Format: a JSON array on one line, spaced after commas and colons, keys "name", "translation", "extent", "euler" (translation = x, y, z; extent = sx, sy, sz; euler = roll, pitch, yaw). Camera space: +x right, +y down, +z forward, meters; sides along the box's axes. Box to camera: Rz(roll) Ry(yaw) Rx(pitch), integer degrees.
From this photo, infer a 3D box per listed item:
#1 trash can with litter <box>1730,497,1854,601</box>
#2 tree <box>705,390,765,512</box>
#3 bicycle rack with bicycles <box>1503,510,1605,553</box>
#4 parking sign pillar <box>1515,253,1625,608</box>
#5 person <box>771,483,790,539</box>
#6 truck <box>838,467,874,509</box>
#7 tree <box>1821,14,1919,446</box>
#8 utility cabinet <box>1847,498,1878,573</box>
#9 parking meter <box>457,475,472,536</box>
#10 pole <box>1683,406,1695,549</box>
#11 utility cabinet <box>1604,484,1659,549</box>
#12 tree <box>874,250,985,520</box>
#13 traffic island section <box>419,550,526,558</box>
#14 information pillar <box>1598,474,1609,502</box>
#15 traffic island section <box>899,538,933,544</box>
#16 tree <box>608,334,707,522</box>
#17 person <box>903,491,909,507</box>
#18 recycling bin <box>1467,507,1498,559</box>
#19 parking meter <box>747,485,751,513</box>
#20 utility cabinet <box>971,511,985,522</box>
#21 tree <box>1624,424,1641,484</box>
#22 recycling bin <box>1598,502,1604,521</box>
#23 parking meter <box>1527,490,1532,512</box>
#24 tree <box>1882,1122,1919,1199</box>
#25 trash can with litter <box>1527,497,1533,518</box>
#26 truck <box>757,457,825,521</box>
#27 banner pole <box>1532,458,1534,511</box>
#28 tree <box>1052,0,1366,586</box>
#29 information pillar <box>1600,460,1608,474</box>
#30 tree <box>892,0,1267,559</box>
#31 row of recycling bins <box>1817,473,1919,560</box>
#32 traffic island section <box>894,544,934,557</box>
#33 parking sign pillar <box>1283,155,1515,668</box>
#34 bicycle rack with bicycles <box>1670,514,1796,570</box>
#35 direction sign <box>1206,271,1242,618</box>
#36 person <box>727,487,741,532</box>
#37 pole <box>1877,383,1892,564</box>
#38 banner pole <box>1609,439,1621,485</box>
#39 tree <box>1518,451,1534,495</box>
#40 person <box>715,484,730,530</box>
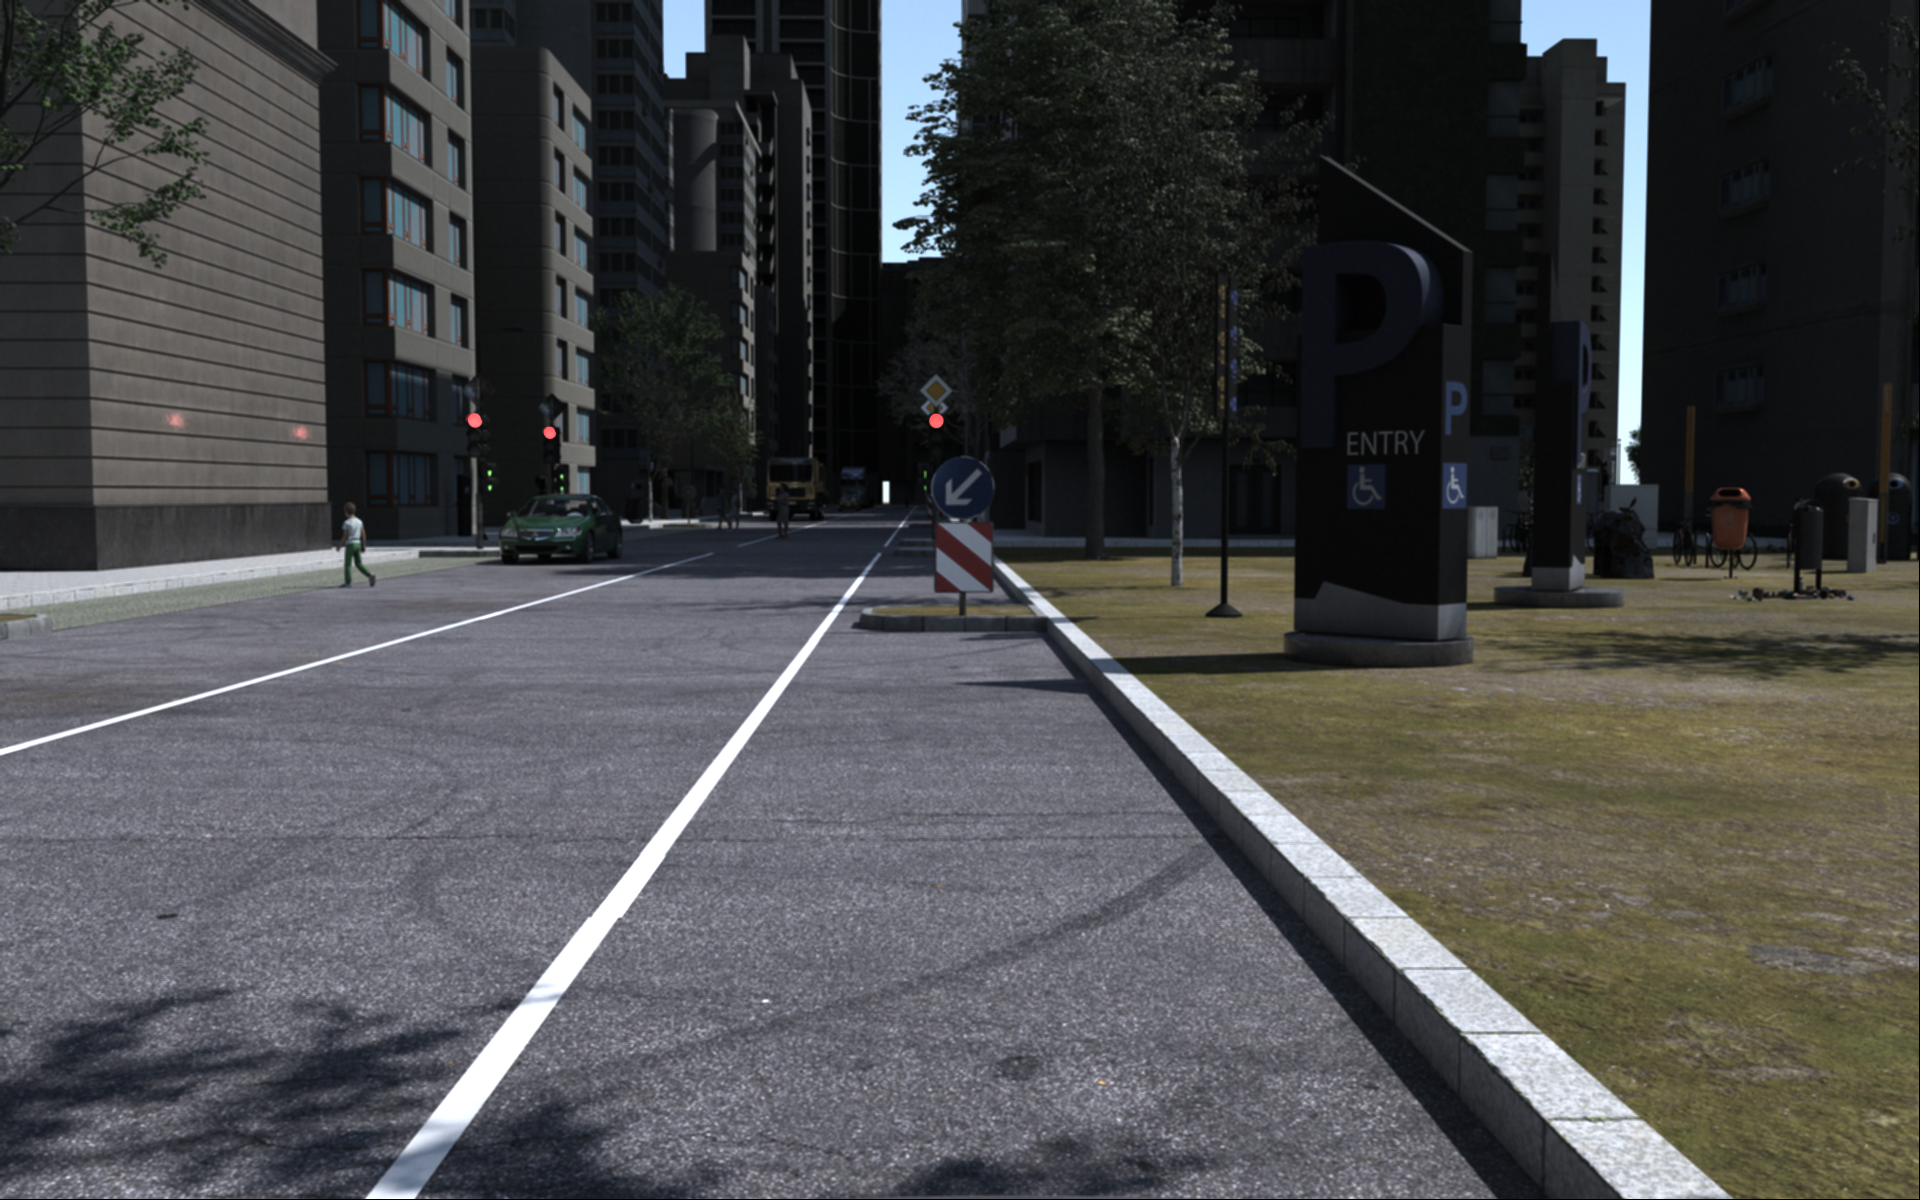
[{"name": "trash can with litter", "translation": [10.233, -0.640, 21.525], "extent": [2.233, 1.210, 1.678], "euler": [-2, 4, -35]}, {"name": "tree", "translation": [-15.368, -10.387, 120.194], "extent": [4.737, 8.622, 4.395], "euler": [0, 3, 0]}, {"name": "bicycle rack with bicycles", "translation": [13.068, -1.522, 38.267], "extent": [2.925, 0.926, 2.852], "euler": [-3, 5, -44]}, {"name": "parking sign pillar", "translation": [6.957, -1.929, 20.015], "extent": [1.447, 3.967, 1.447], "euler": [2, 4, 27]}, {"name": "person", "translation": [-5.788, -2.854, 55.523], "extent": [0.532, 1.782, 0.716], "euler": [-3, 5, -40]}, {"name": "truck", "translation": [-10.467, -11.481, 177.474], "extent": [2.967, 4.110, 18.799], "euler": [0, 3, 0]}, {"name": "tree", "translation": [10.026, -3.964, 15.175], "extent": [4.360, 8.622, 3.978], "euler": [0, 3, 0]}, {"name": "utility cabinet", "translation": [14.881, -1.063, 28.539], "extent": [0.306, 1.237, 1.020], "euler": [3, 4, 36]}, {"name": "parking meter", "translation": [-15.028, -2.863, 52.527], "extent": [0.255, 1.863, 0.399], "euler": [2, 4, 26]}, {"name": "pole", "translation": [16.910, -2.833, 40.158], "extent": [0.158, 3.312, 0.155], "euler": [0, 3, 0]}, {"name": "utility cabinet", "translation": [15.418, -1.906, 39.834], "extent": [1.173, 1.500, 0.318], "euler": [0, 4, -7]}, {"name": "tree", "translation": [0.893, -10.682, 85.017], "extent": [12.009, 13.543, 11.850], "euler": [0, 3, 0]}, {"name": "traffic island section", "translation": [-11.222, -1.111, 40.438], "extent": [2.009, 0.180, 2.903], "euler": [0, 4, -1]}, {"name": "information pillar", "translation": [23.125, -3.539, 62.359], "extent": [0.304, 2.012, 0.304], "euler": [-1, 4, -10]}, {"name": "traffic island section", "translation": [-0.694, -1.612, 48.632], "extent": [2.009, 0.180, 2.903], "euler": [0, 4, -1]}, {"name": "tree", "translation": [-14.079, -7.922, 79.889], "extent": [4.360, 8.622, 3.978], "euler": [0, 3, 0]}, {"name": "person", "translation": [-5.752, -10.753, 185.001], "extent": [0.721, 1.739, 1.217], "euler": [-2, 4, -30]}, {"name": "recycling bin", "translation": [10.236, -1.349, 34.618], "extent": [0.722, 1.027, 0.722], "euler": [-2, 4, -33]}, {"name": "parking meter", "translation": [-14.305, -6.823, 117.272], "extent": [0.255, 1.863, 0.399], "euler": [0, 4, -8]}, {"name": "utility cabinet", "translation": [0.982, -4.282, 81.171], "extent": [1.020, 1.237, 0.306], "euler": [3, 5, 41]}, {"name": "tree", "translation": [28.498, -5.274, 69.950], "extent": [4.285, 4.588, 4.351], "euler": [0, 3, 0]}, {"name": "recycling bin", "translation": [21.669, -2.787, 58.114], "extent": [0.722, 1.027, 0.722], "euler": [0, 4, 5]}, {"name": "parking meter", "translation": [28.889, -4.875, 88.111], "extent": [0.372, 1.533, 0.369], "euler": [0, 3, 0]}, {"name": "tree", "translation": [2.331, -4.705, 2.690], "extent": [9.928, 11.665, 9.643], "euler": [0, 3, 0]}, {"name": "trash can with litter", "translation": [26.801, -4.298, 81.660], "extent": [0.624, 1.170, 1.055], "euler": [0, 4, -1]}, {"name": "truck", "translation": [-8.874, -5.990, 93.856], "extent": [3.469, 3.379, 9.791], "euler": [0, 4, -1]}, {"name": "banner pole", "translation": [40.212, -8.024, 121.202], "extent": [0.401, 3.779, 0.863], "euler": [3, 5, 44]}, {"name": "tree", "translation": [3.085, -4.483, 23.664], "extent": [4.360, 8.622, 3.978], "euler": [0, 3, 0]}, {"name": "information pillar", "translation": [44.265, -7.809, 119.025], "extent": [0.504, 3.616, 0.183], "euler": [2, 4, 31]}, {"name": "tree", "translation": [2.289, -7.102, 34.245], "extent": [7.486, 12.596, 7.792], "euler": [0, 3, 0]}, {"name": "row of recycling bins", "translation": [18.629, -1.634, 33.835], "extent": [3.534, 1.692, 1.069], "euler": [1, 4, 20]}, {"name": "traffic island section", "translation": [-0.532, -1.123, 40.649], "extent": [2.009, 0.180, 2.903], "euler": [0, 4, -1]}, {"name": "parking sign pillar", "translation": [3.255, -1.523, 13.380], "extent": [1.447, 3.967, 1.447], "euler": [-3, 5, -44]}, {"name": "bicycle rack with bicycles", "translation": [13.842, -1.041, 30.403], "extent": [2.852, 0.926, 2.925], "euler": [1, 4, 18]}, {"name": "direction sign", "translation": [2.770, -1.595, 18.069], "extent": [0.379, 3.537, 0.876], "euler": [1, 4, 22]}, {"name": "person", "translation": [-8.462, -3.401, 65.118], "extent": [0.522, 1.701, 0.512], "euler": [1, 4, 19]}, {"name": "pole", "translation": [17.010, -2.326, 31.865], "extent": [0.158, 3.312, 0.155], "euler": [0, 3, 0]}, {"name": "banner pole", "translation": [29.558, -5.389, 78.128], "extent": [0.863, 3.779, 0.401], "euler": [-2, 4, -29]}, {"name": "tree", "translation": [22.012, -4.540, 68.826], "extent": [1.663, 3.219, 1.824], "euler": [0, 3, 0]}, {"name": "person", "translation": [-9.456, -3.708, 69.142], "extent": [0.654, 1.822, 0.581], "euler": [0, 4, 8]}]
